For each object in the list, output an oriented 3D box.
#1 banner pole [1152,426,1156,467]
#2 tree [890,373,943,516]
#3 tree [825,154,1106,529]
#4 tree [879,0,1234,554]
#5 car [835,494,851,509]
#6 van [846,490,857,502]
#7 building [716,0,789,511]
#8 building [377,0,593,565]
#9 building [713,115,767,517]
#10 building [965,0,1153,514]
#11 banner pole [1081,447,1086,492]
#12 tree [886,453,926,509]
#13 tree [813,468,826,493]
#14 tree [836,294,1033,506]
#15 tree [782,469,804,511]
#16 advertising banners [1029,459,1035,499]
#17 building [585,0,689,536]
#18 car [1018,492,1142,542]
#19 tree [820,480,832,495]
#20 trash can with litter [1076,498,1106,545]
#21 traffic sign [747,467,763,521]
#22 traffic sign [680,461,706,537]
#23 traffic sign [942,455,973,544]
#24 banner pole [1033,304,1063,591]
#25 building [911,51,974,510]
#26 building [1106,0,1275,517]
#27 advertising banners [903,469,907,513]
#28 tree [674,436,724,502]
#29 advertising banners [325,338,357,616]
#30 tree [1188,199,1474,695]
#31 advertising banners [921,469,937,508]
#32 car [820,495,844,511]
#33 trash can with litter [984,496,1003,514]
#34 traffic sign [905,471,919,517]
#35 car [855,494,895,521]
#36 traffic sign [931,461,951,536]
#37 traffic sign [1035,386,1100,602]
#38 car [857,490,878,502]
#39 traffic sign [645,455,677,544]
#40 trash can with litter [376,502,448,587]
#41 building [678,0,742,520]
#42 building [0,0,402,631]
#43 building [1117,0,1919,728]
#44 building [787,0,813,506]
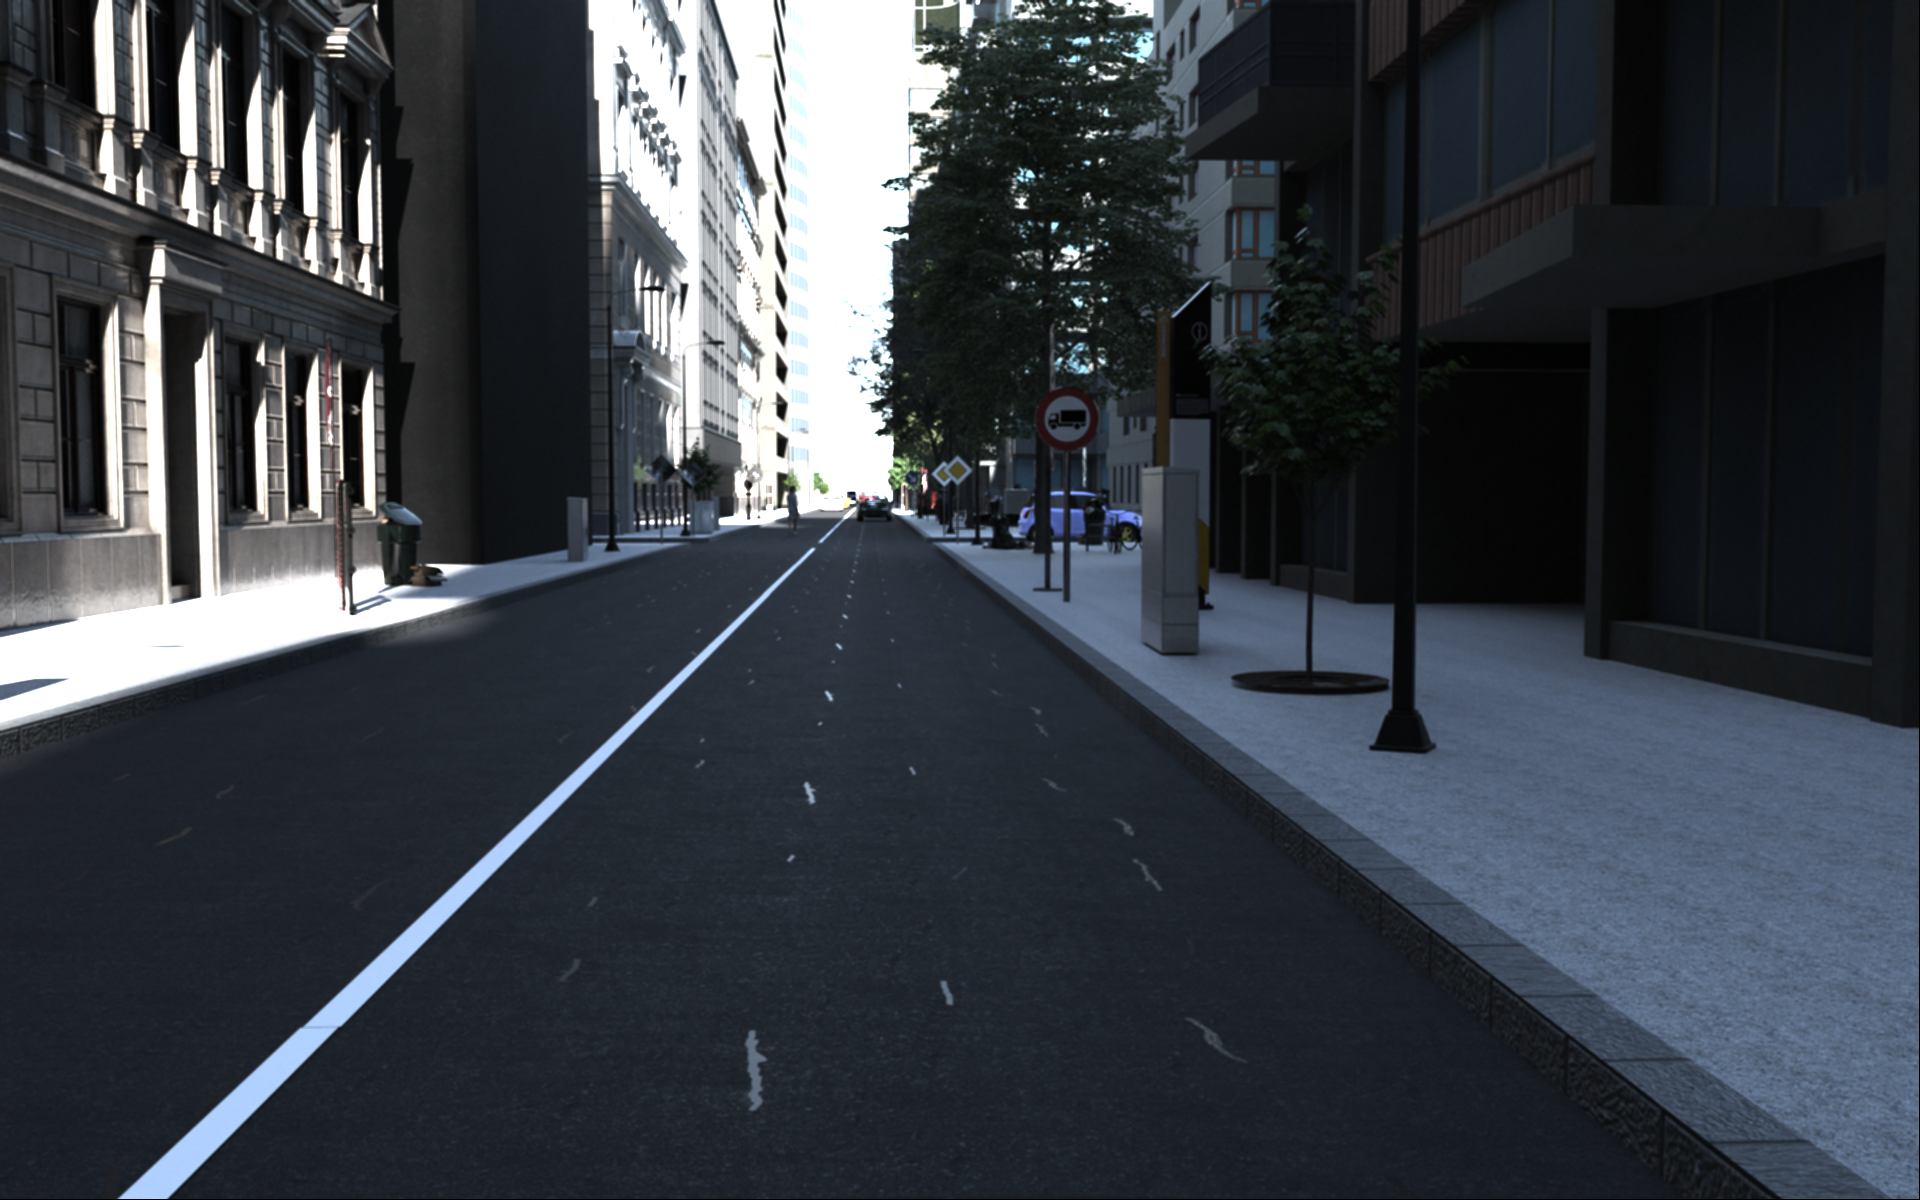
[{"bbox_3d":[7.115,-4.488,63.396,0.401,3.779,0.863,1,4,18],"label":"banner pole"},{"bbox_3d":[-2.605,-9.255,101.674,4.737,8.622,4.395,0,3,0],"label":"tree"},{"bbox_3d":[0.231,-9.343,63.121,12.009,13.543,11.850,0,3,0],"label":"tree"},{"bbox_3d":[2.000,-7.259,36.805,7.486,12.596,7.792,0,3,0],"label":"tree"},{"bbox_3d":[-11.702,-9.751,169.653,2.015,1.641,3.980,0,4,-3],"label":"car"},{"bbox_3d":[-17.662,-16.922,281.065,2.240,2.365,5.245,0,4,-4],"label":"van"},{"bbox_3d":[-24.753,-31.364,136.502,21.300,48.544,21.600,0,4,-3],"label":"building"},{"bbox_3d":[-16.835,-12.643,36.388,15.834,23.373,12.332,0,4,-3],"label":"building"},{"bbox_3d":[-19.083,-19.093,109.435,12.463,27.353,25.104,0,4,-3],"label":"building"},{"bbox_3d":[11.853,-30.139,112.374,23.786,49.044,30.456,0,4,-3],"label":"building"},{"bbox_3d":[5.804,-5.598,81.549,0.401,3.779,0.863,1,4,22],"label":"banner pole"},{"bbox_3d":[-3.951,-8.954,130.119,4.285,4.588,4.351,0,3,0],"label":"tree"},{"bbox_3d":[-17.412,-13.464,203.855,4.285,4.588,4.351,0,3,0],"label":"tree"},{"bbox_3d":[-0.857,-8.609,75.161,8.767,10.594,7.601,-1,4,-19],"label":"tree"},{"bbox_3d":[-12.679,-8.391,131.789,1.663,3.219,1.824,0,3,0],"label":"tree"},{"bbox_3d":[3.597,-5.477,85.732,0.090,3.025,2.074,0,4,-7],"label":"advertising banners"},{"bbox_3d":[-17.256,-16.875,61.817,13.634,28.700,20.117,0,4,-3],"label":"building"},{"bbox_3d":[3.506,-2.434,49.390,3.694,1.707,1.945,0,4,-3],"label":"car"},{"bbox_3d":[-18.033,-14.597,233.263,1.663,3.219,1.824,0,3,0],"label":"tree"},{"bbox_3d":[3.242,-1.979,43.751,0.624,1.170,1.055,-2,4,-23],"label":"trash can with litter"},{"bbox_3d":[-9.646,-4.968,81.330,0.768,2.556,0.104,0,4,4],"label":"traffic sign"},{"bbox_3d":[-8.013,-2.960,52.042,0.795,2.450,0.064,0,4,-3],"label":"traffic sign"},{"bbox_3d":[-0.063,-2.495,44.439,0.795,2.450,0.064,0,4,-3],"label":"traffic sign"},{"bbox_3d":[1.181,-1.997,22.675,0.401,3.779,0.863,0,4,-4],"label":"banner pole"},{"bbox_3d":[12.112,-27.740,145.424,32.217,40.220,23.993,0,4,-3],"label":"building"},{"bbox_3d":[21.951,-13.576,67.001,28.899,21.520,27.650,0,4,-3],"label":"building"},{"bbox_3d":[-3.801,-7.598,120.414,0.090,3.025,2.074,0,4,4],"label":"advertising banners"},{"bbox_3d":[-8.682,-3.878,58.001,1.663,3.219,1.824,0,3,0],"label":"tree"},{"bbox_3d":[-6.806,-1.395,18.991,0.090,3.025,2.074,-2,4,-25],"label":"advertising banners"},{"bbox_3d":[2.261,-1.039,11.591,1.663,3.219,1.824,0,3,0],"label":"tree"},{"bbox_3d":[-1.805,-7.647,121.209,2.074,3.025,0.090,-2,4,-25],"label":"advertising banners"},{"bbox_3d":[-10.834,-8.193,146.320,2.083,1.381,4.827,0,4,-5],"label":"car"},{"bbox_3d":[1.671,-4.791,89.719,0.624,1.170,1.055,3,5,44],"label":"trash can with litter"},{"bbox_3d":[-2.651,-5.869,96.062,0.768,2.556,0.104,0,4,7],"label":"traffic sign"},{"bbox_3d":[-4.577,-4.973,93.112,2.131,1.459,4.920,0,4,-1],"label":"car"},{"bbox_3d":[-0.478,-2.983,52.413,0.795,2.450,0.064,0,4,-3],"label":"traffic sign"},{"bbox_3d":[1.274,-1.253,20.591,0.768,2.556,0.104,0,4,5],"label":"traffic sign"},{"bbox_3d":[-8.382,-9.236,159.685,2.281,1.827,5.304,0,4,-1],"label":"car"},{"bbox_3d":[-7.598,-2.473,44.068,0.795,2.450,0.064,0,4,-3],"label":"traffic sign"},{"bbox_3d":[-7.673,-0.793,24.358,1.055,1.170,0.624,2,4,26],"label":"trash can with litter"},{"bbox_3d":[-18.618,-17.757,83.829,14.314,27.812,24.014,0,4,-3],"label":"building"},{"bbox_3d":[-13.899,-9.496,19.885,10.561,19.102,19.286,0,4,-3],"label":"building"},{"bbox_3d":[14.332,-22.158,16.916,22.147,44.769,28.867,0,4,-3],"label":"building"},{"bbox_3d":[-26.824,-39.341,185.218,21.231,58.520,28.212,0,4,-3],"label":"building"}]
